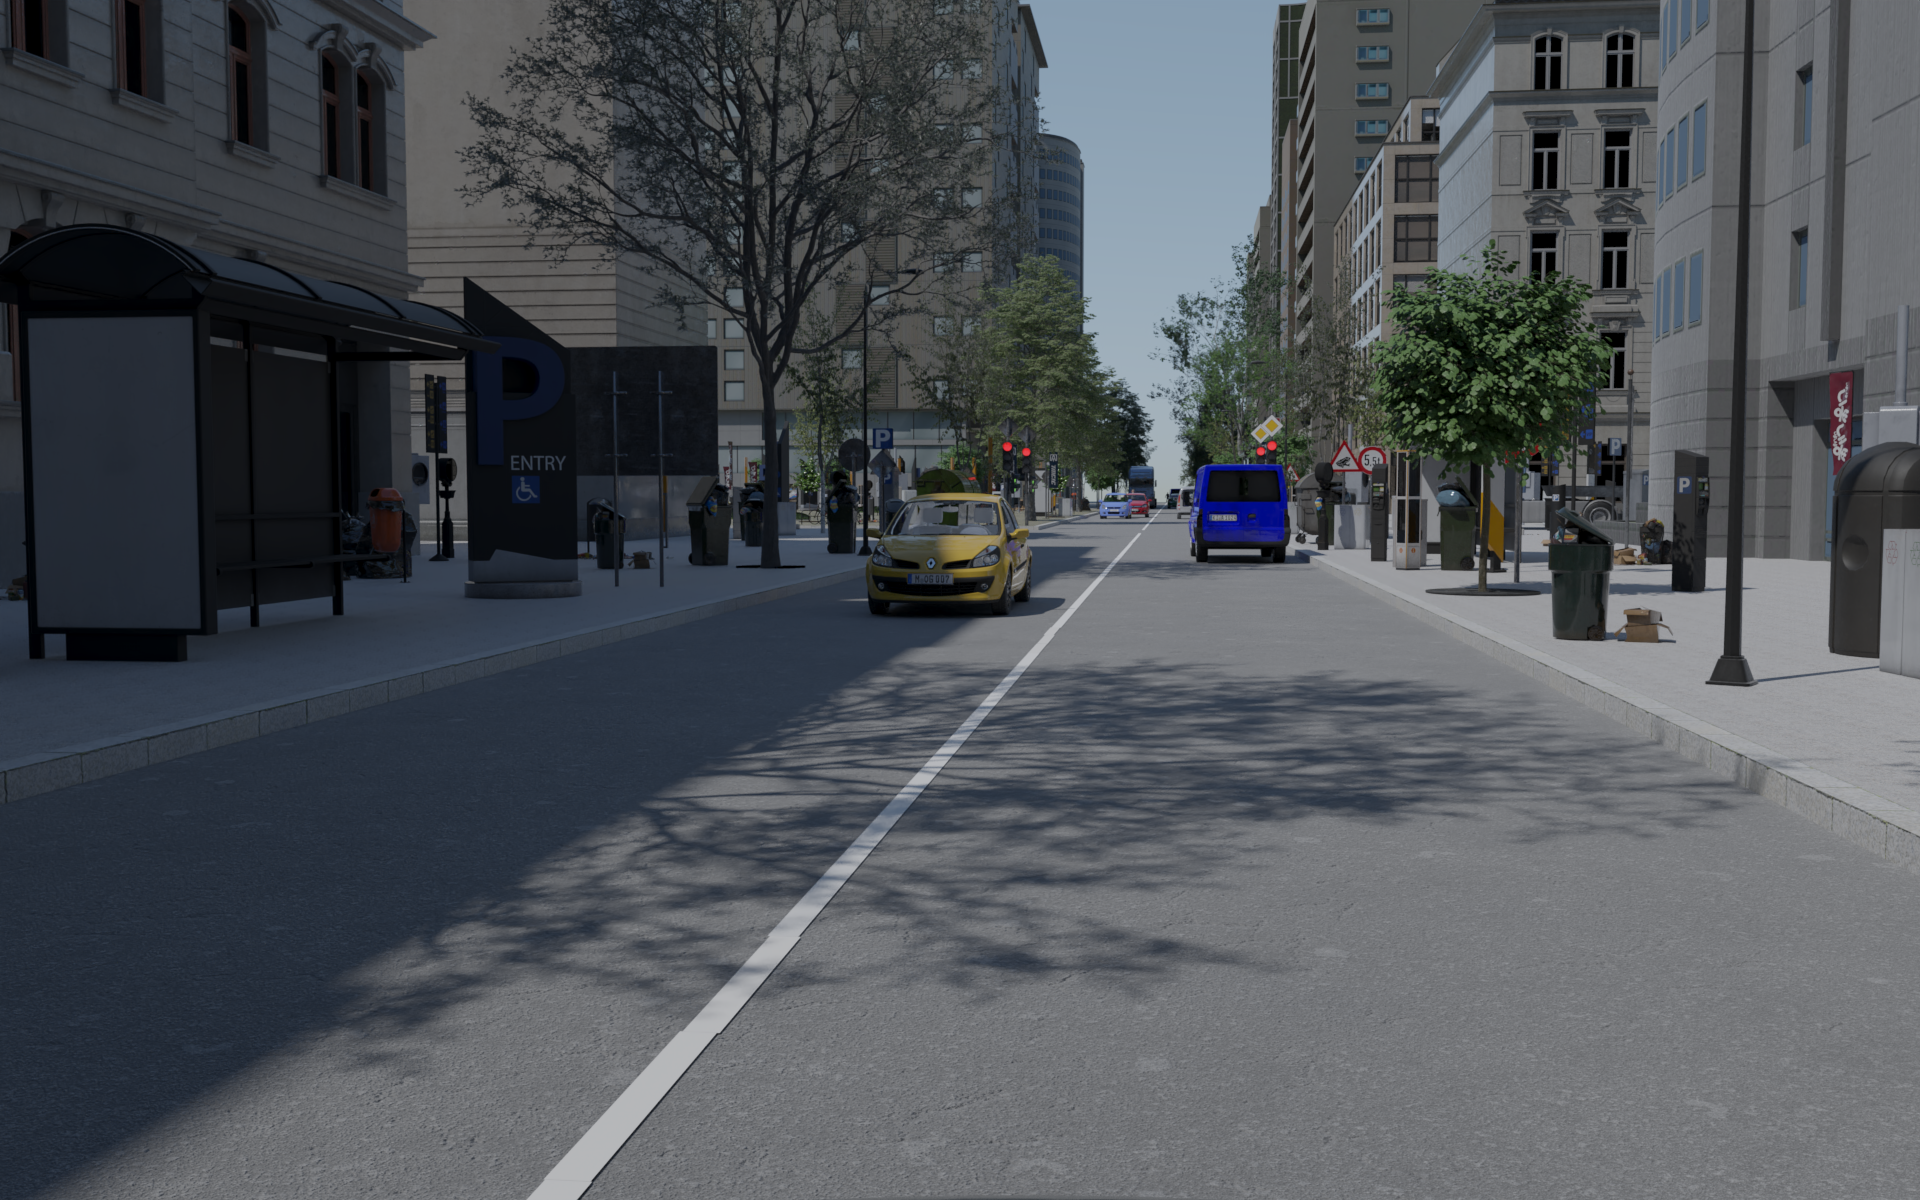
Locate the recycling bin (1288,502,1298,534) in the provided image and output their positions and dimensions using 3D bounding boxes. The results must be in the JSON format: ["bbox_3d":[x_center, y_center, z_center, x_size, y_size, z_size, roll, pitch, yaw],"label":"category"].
[{"bbox_3d":[10.420,-2.621,55.399,0.722,1.027,0.722,0,4,2],"label":"recycling bin"}]

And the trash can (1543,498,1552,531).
[{"bbox_3d":[20.717,-2.982,60.404,0.748,1.137,0.748,0,3,0],"label":"trash can"}]

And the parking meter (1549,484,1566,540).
[{"bbox_3d":[15.159,-2.172,43.924,0.372,1.533,0.369,0,3,0],"label":"parking meter"}]

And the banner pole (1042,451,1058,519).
[{"bbox_3d":[4.696,-6.107,89.868,0.863,3.779,0.401,0,4,-6],"label":"banner pole"}]

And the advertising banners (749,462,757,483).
[{"bbox_3d":[-10.509,-5.983,94.008,2.074,3.025,0.090,-2,4,-26],"label":"advertising banners"}]

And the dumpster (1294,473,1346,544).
[{"bbox_3d":[9.349,-2.392,44.865,1.264,1.857,1.865,0,4,7],"label":"dumpster"}]

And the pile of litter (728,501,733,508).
[{"bbox_3d":[-14.890,-6.029,112.537,1.719,0.858,1.176,3,5,43],"label":"pile of litter"}]

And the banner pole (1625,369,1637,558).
[{"bbox_3d":[13.530,-2.750,34.973,0.401,3.779,0.863,2,4,28],"label":"banner pole"}]

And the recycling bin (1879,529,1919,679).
[{"bbox_3d":[7.008,0.022,12.188,0.722,1.027,0.722,0,4,2],"label":"recycling bin"}]

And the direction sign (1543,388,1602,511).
[{"bbox_3d":[9.877,-2.193,27.849,0.379,3.537,0.876,-1,4,-22],"label":"direction sign"}]

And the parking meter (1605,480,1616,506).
[{"bbox_3d":[27.539,-4.134,73.303,0.399,1.863,0.255,3,5,43],"label":"parking meter"}]

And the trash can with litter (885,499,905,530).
[{"bbox_3d":[-1.465,-1.836,41.399,0.624,1.170,1.055,0,4,-8],"label":"trash can with litter"}]

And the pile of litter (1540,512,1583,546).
[{"bbox_3d":[14.782,-1.729,42.240,1.176,0.858,1.719,2,4,23],"label":"pile of litter"}]

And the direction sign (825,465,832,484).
[{"bbox_3d":[-10.350,-8.859,136.843,0.379,3.537,0.876,3,4,36],"label":"direction sign"}]

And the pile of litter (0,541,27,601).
[{"bbox_3d":[-11.179,-0.451,21.334,1.719,0.858,1.176,0,4,-1],"label":"pile of litter"}]

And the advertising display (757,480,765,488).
[{"bbox_3d":[-9.009,-4.612,80.625,0.974,1.923,0.123,-3,4,-38],"label":"advertising display"}]

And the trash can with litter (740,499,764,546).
[{"bbox_3d":[-5.119,-1.903,42.504,0.624,1.170,1.055,-1,4,-11],"label":"trash can with litter"}]

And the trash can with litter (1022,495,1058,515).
[{"bbox_3d":[5.300,-5.911,107.700,2.233,1.210,1.678,1,4,14],"label":"trash can with litter"}]

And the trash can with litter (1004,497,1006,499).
[{"bbox_3d":[1.500,-3.699,71.869,1.055,1.170,0.624,1,4,11],"label":"trash can with litter"}]

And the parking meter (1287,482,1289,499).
[{"bbox_3d":[13.219,-3.986,70.888,0.399,1.863,0.255,3,4,37],"label":"parking meter"}]

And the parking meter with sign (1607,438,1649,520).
[{"bbox_3d":[20.722,-3.474,53.057,0.543,3.016,1.738,-2,4,-32],"label":"parking meter with sign"}]

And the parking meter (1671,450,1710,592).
[{"bbox_3d":[9.607,-1.043,22.769,0.255,1.863,0.399,-2,4,-29],"label":"parking meter"}]

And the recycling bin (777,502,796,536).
[{"bbox_3d":[-5.594,-2.531,53.930,0.722,1.027,0.722,-3,5,-44],"label":"recycling bin"}]

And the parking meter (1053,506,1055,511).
[{"bbox_3d":[7.099,-7.801,133.256,0.399,1.863,0.255,2,4,35],"label":"parking meter"}]

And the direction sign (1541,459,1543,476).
[{"bbox_3d":[25.377,-5.048,74.530,0.379,3.537,0.876,-2,4,-34],"label":"direction sign"}]

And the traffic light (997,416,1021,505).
[{"bbox_3d":[1.750,-4.494,62.399,0.839,4.253,0.868,0,4,7],"label":"traffic light"}]

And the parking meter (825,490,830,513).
[{"bbox_3d":[-8.552,-6.324,111.814,0.372,1.533,0.369,0,3,0],"label":"parking meter"}]

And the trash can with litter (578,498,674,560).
[{"bbox_3d":[-6.788,-1.413,34.168,2.233,1.210,1.678,1,4,13],"label":"trash can with litter"}]

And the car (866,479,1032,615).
[{"bbox_3d":[-0.082,-0.708,21.804,2.015,1.641,3.980,0,4,8],"label":"car"}]

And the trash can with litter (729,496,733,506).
[{"bbox_3d":[-16.318,-7.122,127.496,2.233,1.210,1.678,-2,4,-30],"label":"trash can with litter"}]

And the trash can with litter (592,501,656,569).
[{"bbox_3d":[-5.784,-1.128,29.824,1.055,1.170,0.624,-1,4,-14],"label":"trash can with litter"}]

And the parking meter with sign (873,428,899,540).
[{"bbox_3d":[-1.889,-3.085,46.708,0.543,3.016,1.738,1,4,10],"label":"parking meter with sign"}]

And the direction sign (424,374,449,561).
[{"bbox_3d":[-9.988,-2.513,33.088,0.379,3.537,0.876,1,4,8],"label":"direction sign"}]

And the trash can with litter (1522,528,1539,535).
[{"bbox_3d":[17.090,-2.677,54.831,1.678,1.210,2.233,-2,4,-27],"label":"trash can with litter"}]

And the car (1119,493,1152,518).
[{"bbox_3d":[10.724,-5.956,106.428,2.155,1.783,4.494,0,4,7],"label":"car"}]

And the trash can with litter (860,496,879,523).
[{"bbox_3d":[-4.094,-4.505,84.717,1.678,1.210,2.233,2,4,28],"label":"trash can with litter"}]

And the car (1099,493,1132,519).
[{"bbox_3d":[9.046,-5.557,100.455,1.945,1.707,3.694,1,4,9],"label":"car"}]

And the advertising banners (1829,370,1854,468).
[{"bbox_3d":[12.674,-1.700,23.984,0.090,3.025,2.074,-1,4,-9],"label":"advertising banners"}]

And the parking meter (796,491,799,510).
[{"bbox_3d":[-13.385,-8.302,141.450,0.399,1.863,0.255,-1,4,-20],"label":"parking meter"}]

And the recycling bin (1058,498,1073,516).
[{"bbox_3d":[6.055,-5.317,99.491,0.722,1.027,0.722,1,4,13],"label":"recycling bin"}]

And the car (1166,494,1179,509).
[{"bbox_3d":[21.333,-9.683,170.113,2.131,1.459,4.920,1,4,9],"label":"car"}]

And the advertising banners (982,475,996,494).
[{"bbox_3d":[2.114,-9.158,145.927,2.074,3.025,0.090,0,4,-2],"label":"advertising banners"}]

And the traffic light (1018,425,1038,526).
[{"bbox_3d":[2.734,-4.979,70.324,0.839,4.253,0.868,0,4,7],"label":"traffic light"}]

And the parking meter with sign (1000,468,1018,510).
[{"bbox_3d":[2.988,-7.149,113.145,0.543,3.016,1.738,3,5,43],"label":"parking meter with sign"}]

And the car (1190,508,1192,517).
[{"bbox_3d":[11.960,-4.320,83.214,1.945,1.354,3.894,1,4,9],"label":"car"}]

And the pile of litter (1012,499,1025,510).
[{"bbox_3d":[4.947,-7.785,141.251,1.719,0.858,1.176,2,4,27],"label":"pile of litter"}]

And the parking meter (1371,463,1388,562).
[{"bbox_3d":[7.982,-1.666,32.953,0.255,1.863,0.399,2,4,23],"label":"parking meter"}]

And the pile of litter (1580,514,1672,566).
[{"bbox_3d":[12.393,-1.081,31.645,1.719,0.858,1.176,-1,4,-20],"label":"pile of litter"}]

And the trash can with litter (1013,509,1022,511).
[{"bbox_3d":[4.647,-7.232,129.301,2.233,1.210,1.678,2,4,30],"label":"trash can with litter"}]

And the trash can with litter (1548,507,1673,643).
[{"bbox_3d":[5.719,-0.236,15.238,1.055,1.170,0.624,2,4,23],"label":"trash can with litter"}]

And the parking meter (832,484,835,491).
[{"bbox_3d":[-5.407,-4.283,75.736,0.399,1.863,0.255,-1,4,-11],"label":"parking meter"}]

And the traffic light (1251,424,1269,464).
[{"bbox_3d":[11.976,-4.910,69.198,0.839,4.253,0.868,0,4,7],"label":"traffic light"}]

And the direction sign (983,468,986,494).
[{"bbox_3d":[1.877,-8.695,134.168,0.379,3.537,0.876,1,4,15],"label":"direction sign"}]

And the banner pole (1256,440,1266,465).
[{"bbox_3d":[12.668,-5.060,72.750,0.863,3.779,0.401,0,4,-7],"label":"banner pole"}]

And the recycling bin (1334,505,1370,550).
[{"bbox_3d":[9.138,-1.701,40.359,0.722,1.027,0.722,1,4,21],"label":"recycling bin"}]

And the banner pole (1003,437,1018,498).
[{"bbox_3d":[2.163,-5.290,76.515,0.863,3.779,0.401,-2,4,-26],"label":"banner pole"}]

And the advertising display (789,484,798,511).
[{"bbox_3d":[-10.566,-6.262,107.596,0.974,1.923,0.123,1,4,14],"label":"advertising display"}]

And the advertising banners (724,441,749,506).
[{"bbox_3d":[-7.496,-3.791,58.171,0.090,3.025,2.074,1,4,9],"label":"advertising banners"}]

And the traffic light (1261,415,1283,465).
[{"bbox_3d":[10.993,-4.425,61.273,0.839,4.253,0.868,0,4,7],"label":"traffic light"}]
